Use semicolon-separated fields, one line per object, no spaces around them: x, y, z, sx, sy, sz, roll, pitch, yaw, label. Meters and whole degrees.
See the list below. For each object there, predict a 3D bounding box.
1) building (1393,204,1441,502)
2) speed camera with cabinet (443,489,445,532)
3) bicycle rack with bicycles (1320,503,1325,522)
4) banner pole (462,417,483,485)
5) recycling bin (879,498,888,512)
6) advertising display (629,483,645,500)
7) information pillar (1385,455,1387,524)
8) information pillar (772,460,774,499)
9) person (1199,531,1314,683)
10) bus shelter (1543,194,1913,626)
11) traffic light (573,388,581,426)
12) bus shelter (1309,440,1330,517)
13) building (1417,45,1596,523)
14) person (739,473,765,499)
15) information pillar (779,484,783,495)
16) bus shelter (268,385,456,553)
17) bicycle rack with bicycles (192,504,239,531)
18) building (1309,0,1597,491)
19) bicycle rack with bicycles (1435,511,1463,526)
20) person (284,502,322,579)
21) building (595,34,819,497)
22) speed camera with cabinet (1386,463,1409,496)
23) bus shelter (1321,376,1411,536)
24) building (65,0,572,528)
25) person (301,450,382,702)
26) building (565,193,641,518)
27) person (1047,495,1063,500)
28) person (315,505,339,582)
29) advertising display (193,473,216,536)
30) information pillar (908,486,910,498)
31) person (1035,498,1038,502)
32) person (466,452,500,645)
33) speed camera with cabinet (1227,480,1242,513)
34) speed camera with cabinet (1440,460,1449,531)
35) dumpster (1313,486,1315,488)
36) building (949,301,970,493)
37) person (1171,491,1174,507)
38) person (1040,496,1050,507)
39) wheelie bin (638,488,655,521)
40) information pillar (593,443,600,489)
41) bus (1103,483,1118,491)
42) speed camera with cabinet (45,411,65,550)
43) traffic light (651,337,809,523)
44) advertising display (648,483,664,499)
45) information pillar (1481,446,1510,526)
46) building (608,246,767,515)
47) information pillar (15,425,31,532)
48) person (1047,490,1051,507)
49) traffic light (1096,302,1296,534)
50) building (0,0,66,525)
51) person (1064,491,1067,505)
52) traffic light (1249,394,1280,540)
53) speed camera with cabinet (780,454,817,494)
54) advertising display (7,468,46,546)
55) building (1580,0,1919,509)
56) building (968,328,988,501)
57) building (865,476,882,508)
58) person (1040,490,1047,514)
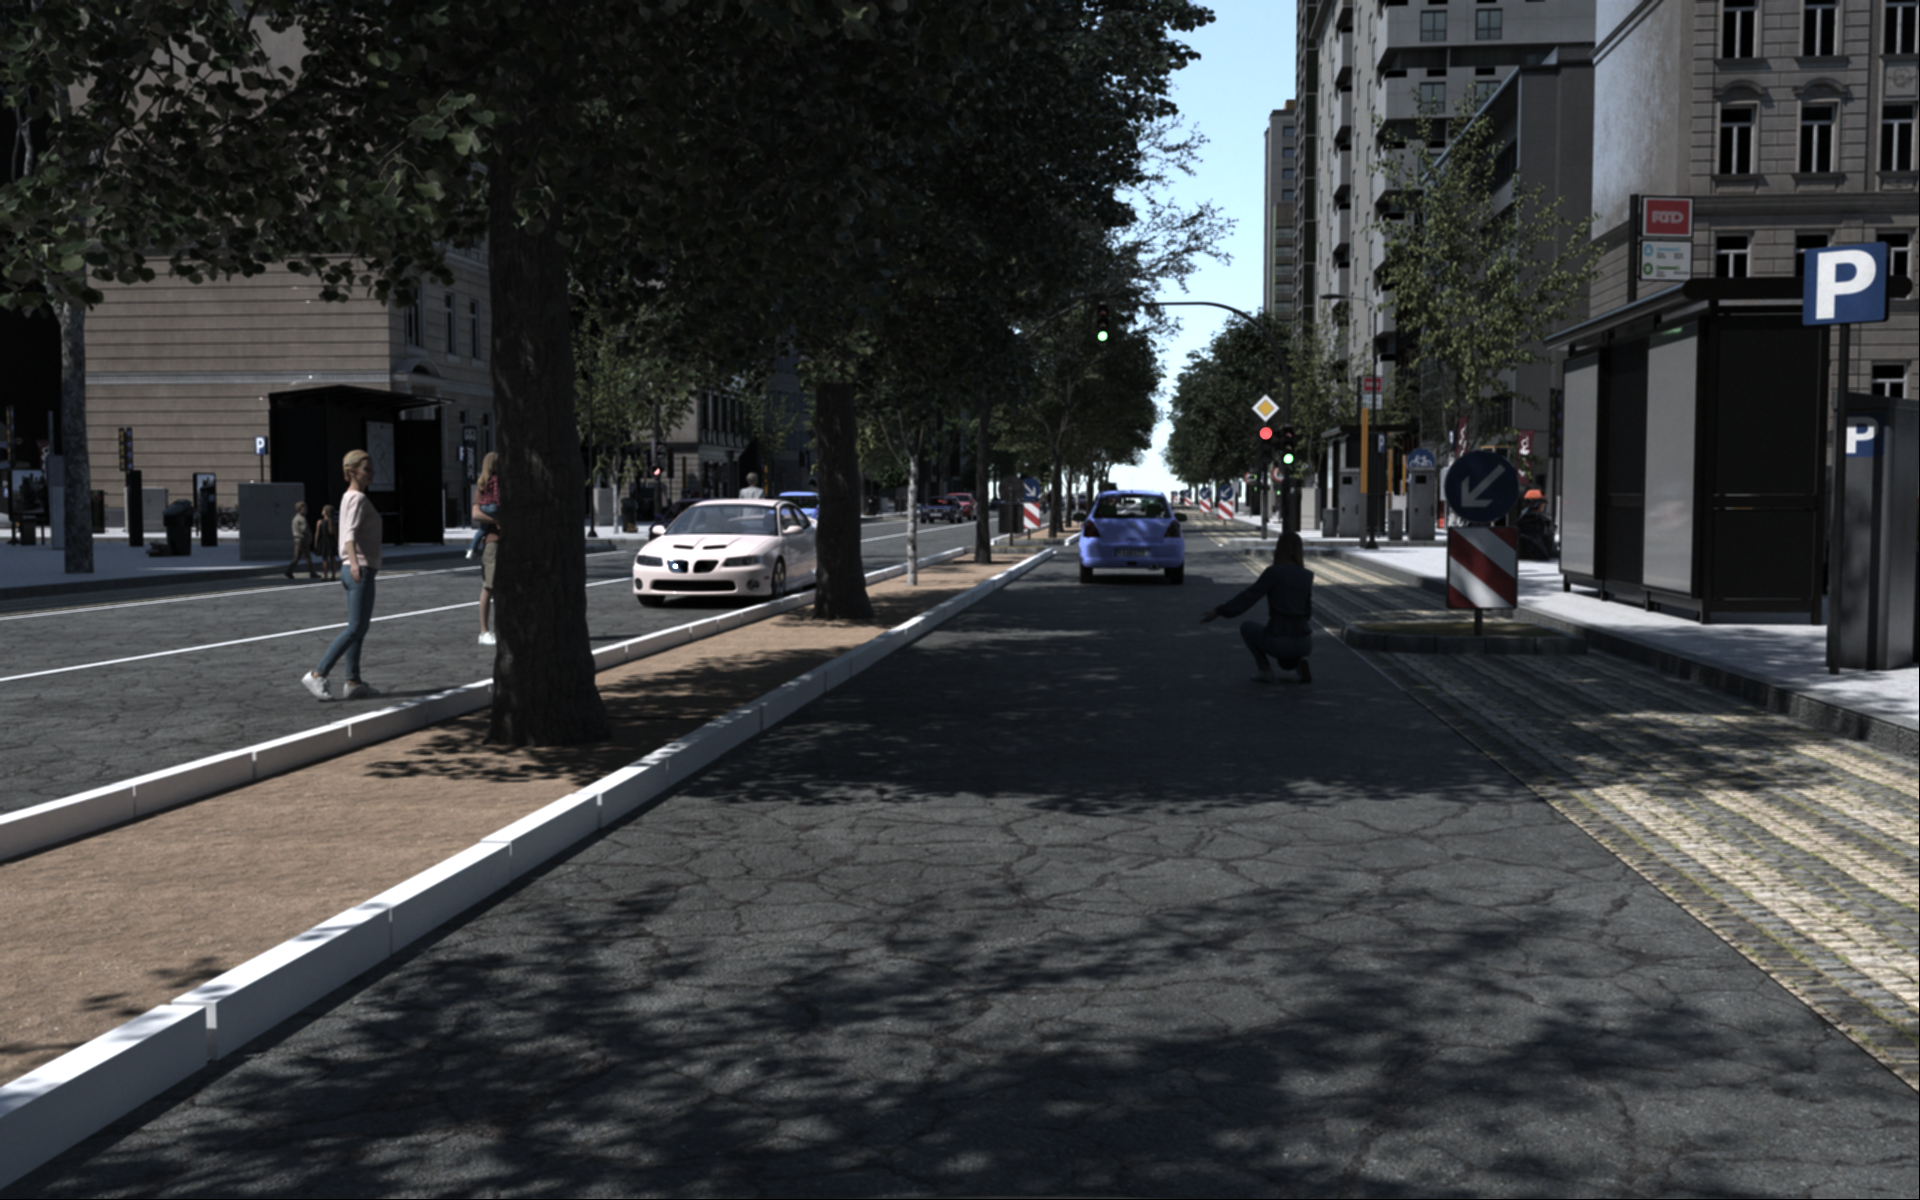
35.873;-17.347;113.300;12.332;23.373;15.834;0;4;6;building
-17.883;-3.836;57.052;0.660;3.252;2.038;2;4;24;speed camera with cabinet
14.926;-3.371;68.492;2.852;0.926;2.925;2;4;30;bicycle rack with bicycles
-15.622;-4.026;55.839;0.863;3.779;0.401;-3;5;-41;banner pole
-5.544;-6.713;122.316;0.722;1.027;0.722;3;5;43;recycling bin
-18.965;-5.912;101.870;0.974;1.923;0.123;1;4;12;advertising display
18.364;-5.137;75.346;0.504;3.616;0.183;-3;4;-36;information pillar
-12.659;-7.700;117.250;0.183;3.616;0.504;0;4;-5;information pillar
2.359;0.041;13.322;1.012;1.151;0.738;-1;4;-11;person
8.533;-2.652;20.996;2.179;5.291;8.768;0;4;6;bus shelter
-9.722;-3.293;42.768;0.839;4.253;0.868;0;4;6;traffic light
16.571;-5.243;77.006;1.731;3.624;6.357;0;4;6;bus shelter
33.316;-16.579;90.134;14.314;24.678;30.058;0;4;6;building
-3.930;-1.507;33.013;0.514;1.842;0.818;-2;4;-24;person
-12.814;-7.365;124.909;0.304;2.012;0.304;-3;5;-40;information pillar
-13.803;-3.007;40.447;1.731;3.624;6.357;0;4;7;bus shelter
-25.882;-2.912;60.999;2.925;0.926;2.852;-2;4;-33;bicycle rack with bicycles
49.934;-35.566;170.746;28.713;52.752;27.495;0;4;6;building
19.404;-3.292;67.206;2.852;0.926;2.925;0;4;2;bicycle rack with bicycles
-11.123;-1.007;29.235;0.475;1.303;0.640;2;4;35;person
-22.231;-36.665;141.466;21.231;58.520;28.212;0;4;6;building
26.473;-6.799;105.495;2.038;3.252;0.660;1;4;12;speed camera with cabinet
13.031;-4.829;56.589;2.179;5.291;8.768;0;4;6;bus shelter
-26.194;-17.619;73.981;13.634;28.700;20.117;0;4;6;building
-4.294;-0.177;12.071;0.598;1.740;0.731;-3;4;-38;person
-26.182;-13.810;93.239;16.820;18.784;16.811;0;4;6;building
7.678;-8.030;139.819;1.348;1.821;0.705;0;4;6;person
-10.329;-0.921;28.221;0.362;1.253;0.373;-3;5;-41;person
-23.008;-2.910;52.785;0.123;1.923;0.974;1;4;11;advertising display
-3.477;-7.955;121.424;0.183;3.616;0.504;2;4;30;information pillar
6.641;-8.555;151.632;0.557;1.426;1.065;1;4;17;person
-4.426;-0.495;16.568;0.573;1.828;0.580;-1;4;-11;person
18.522;-7.494;116.866;0.660;3.252;2.038;1;4;21;speed camera with cabinet
17.322;-3.948;58.882;0.660;3.252;2.038;-2;4;-35;speed camera with cabinet
17.808;-4.959;83.575;1.502;2.255;1.985;0;4;6;dumpster
-6.066;-37.558;264.184;14.600;45.320;14.200;0;4;6;building
22.966;-10.871;186.944;0.721;1.736;1.217;1;4;11;person
9.306;-11.044;189.772;1.217;1.736;0.721;-2;4;-30;person
-15.014;-4.616;83.386;0.980;1.594;0.693;0;4;-1;wheelie bin
-15.123;-4.943;72.177;0.183;3.616;0.504;1;4;14;information pillar
23.292;-16.869;270.672;2.948;3.499;13.247;0;4;7;bus
-21.137;-2.841;40.786;0.660;3.252;2.038;-2;4;-29;speed camera with cabinet
-6.747;-4.639;50.508;4.771;5.953;1.251;0;4;6;traffic light
-17.876;-5.912;101.870;0.974;1.923;0.123;-1;4;-11;advertising display
8.227;-1.357;26.674;0.304;2.012;0.304;-1;4;-23;information pillar
-19.750;-15.390;116.258;10.561;19.102;19.286;0;4;6;building
-31.467;-4.086;58.153;0.504;3.616;0.183;-2;4;-28;information pillar
9.954;-11.200;191.254;1.348;1.869;0.705;-1;4;-12;person
5.595;-4.053;40.938;4.771;5.953;1.251;0;4;6;traffic light
-46.096;-14.740;70.671;15.834;23.373;12.332;0;4;6;building
14.175;-13.543;229.798;0.709;1.838;0.599;0;4;5;person
8.570;-3.661;48.784;0.839;4.253;0.868;0;4;6;traffic light
-7.968;-5.577;85.516;0.660;3.252;2.038;3;5;41;speed camera with cabinet
-23.284;-2.325;43.229;0.123;1.923;0.974;1;4;22;advertising display
36.456;-16.174;61.710;25.104;27.353;12.463;0;4;6;building
-3.104;-36.366;278.183;14.154;41.232;14.086;0;4;6;building
-24.491;-29.179;168.951;32.217;40.220;23.993;0;4;6;building
5.998;-7.068;123.972;0.656;1.842;0.836;2;4;26;person
